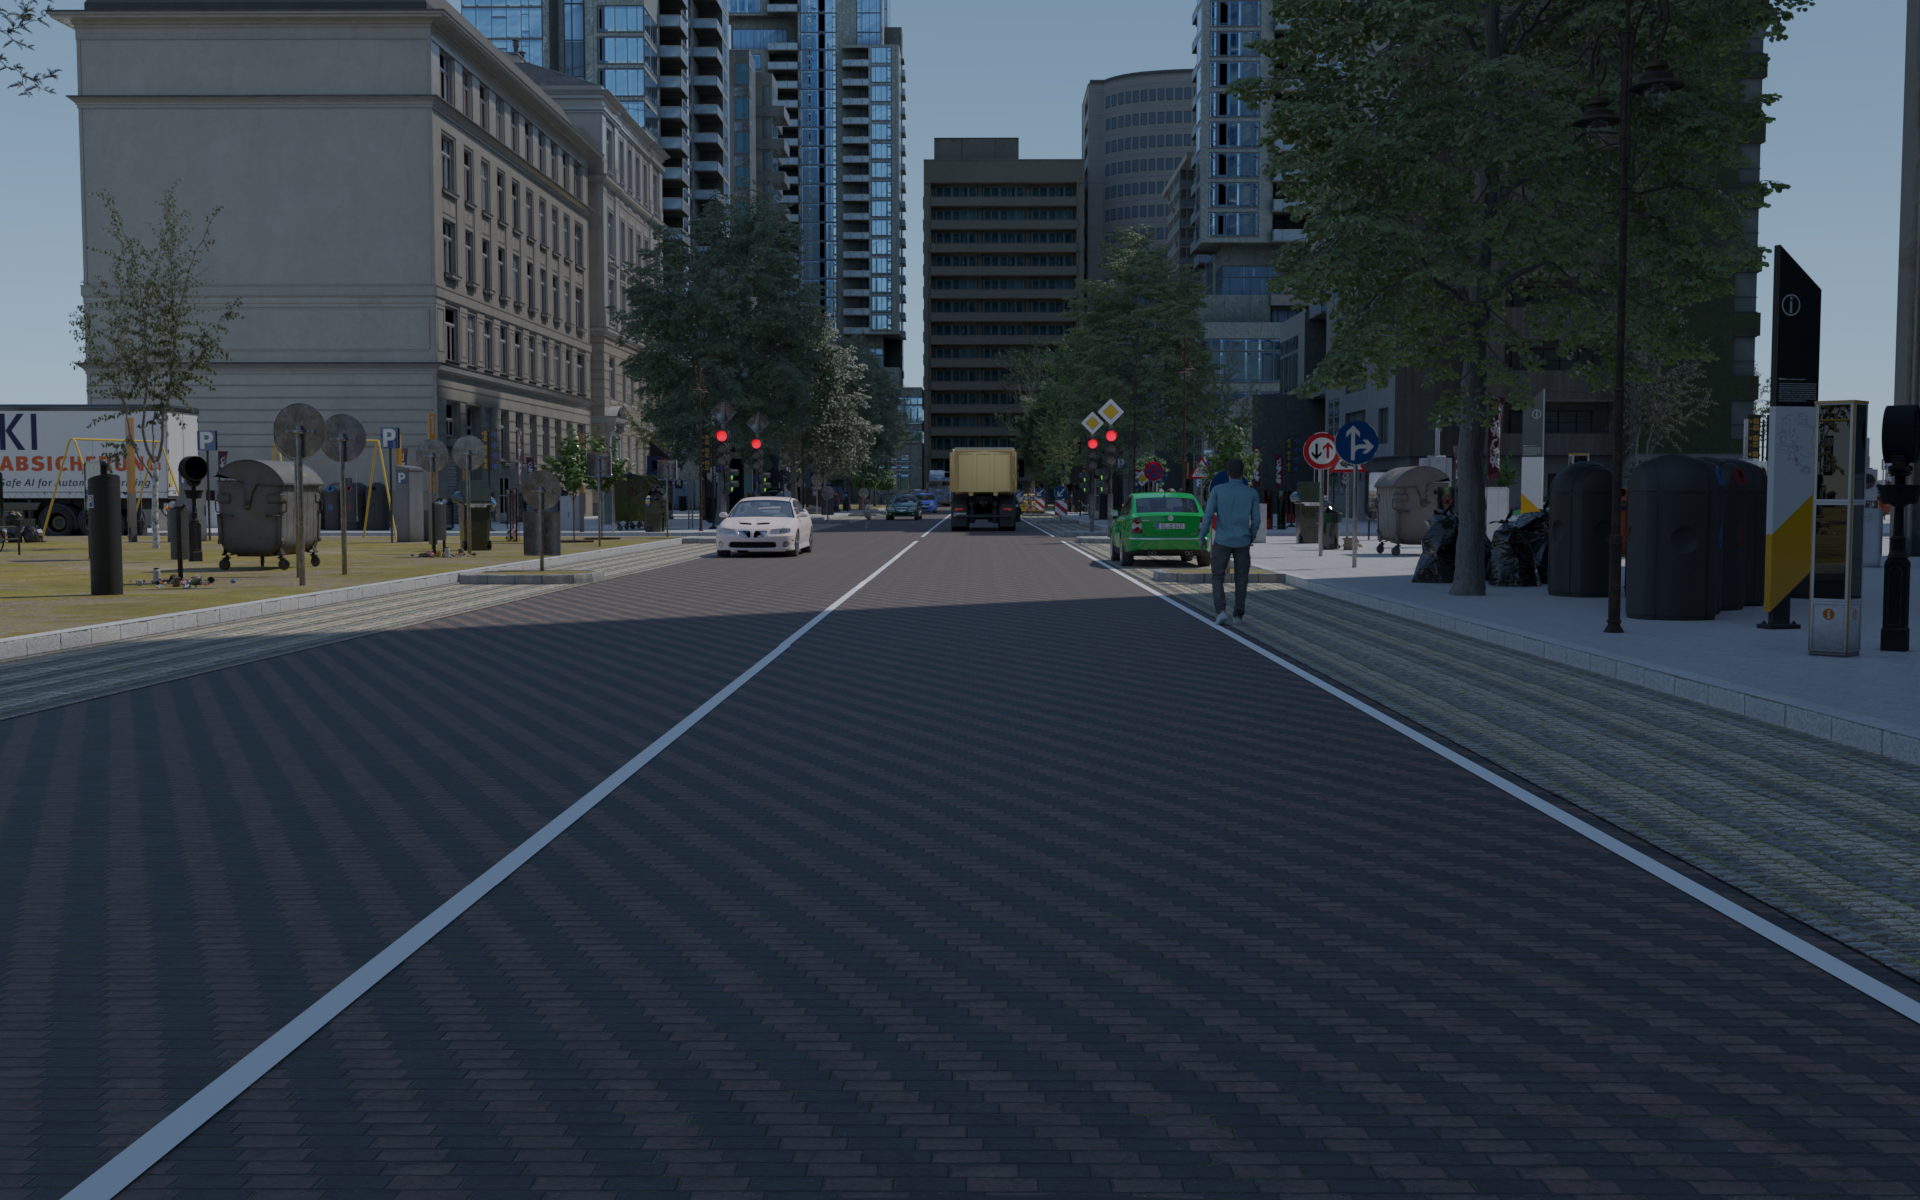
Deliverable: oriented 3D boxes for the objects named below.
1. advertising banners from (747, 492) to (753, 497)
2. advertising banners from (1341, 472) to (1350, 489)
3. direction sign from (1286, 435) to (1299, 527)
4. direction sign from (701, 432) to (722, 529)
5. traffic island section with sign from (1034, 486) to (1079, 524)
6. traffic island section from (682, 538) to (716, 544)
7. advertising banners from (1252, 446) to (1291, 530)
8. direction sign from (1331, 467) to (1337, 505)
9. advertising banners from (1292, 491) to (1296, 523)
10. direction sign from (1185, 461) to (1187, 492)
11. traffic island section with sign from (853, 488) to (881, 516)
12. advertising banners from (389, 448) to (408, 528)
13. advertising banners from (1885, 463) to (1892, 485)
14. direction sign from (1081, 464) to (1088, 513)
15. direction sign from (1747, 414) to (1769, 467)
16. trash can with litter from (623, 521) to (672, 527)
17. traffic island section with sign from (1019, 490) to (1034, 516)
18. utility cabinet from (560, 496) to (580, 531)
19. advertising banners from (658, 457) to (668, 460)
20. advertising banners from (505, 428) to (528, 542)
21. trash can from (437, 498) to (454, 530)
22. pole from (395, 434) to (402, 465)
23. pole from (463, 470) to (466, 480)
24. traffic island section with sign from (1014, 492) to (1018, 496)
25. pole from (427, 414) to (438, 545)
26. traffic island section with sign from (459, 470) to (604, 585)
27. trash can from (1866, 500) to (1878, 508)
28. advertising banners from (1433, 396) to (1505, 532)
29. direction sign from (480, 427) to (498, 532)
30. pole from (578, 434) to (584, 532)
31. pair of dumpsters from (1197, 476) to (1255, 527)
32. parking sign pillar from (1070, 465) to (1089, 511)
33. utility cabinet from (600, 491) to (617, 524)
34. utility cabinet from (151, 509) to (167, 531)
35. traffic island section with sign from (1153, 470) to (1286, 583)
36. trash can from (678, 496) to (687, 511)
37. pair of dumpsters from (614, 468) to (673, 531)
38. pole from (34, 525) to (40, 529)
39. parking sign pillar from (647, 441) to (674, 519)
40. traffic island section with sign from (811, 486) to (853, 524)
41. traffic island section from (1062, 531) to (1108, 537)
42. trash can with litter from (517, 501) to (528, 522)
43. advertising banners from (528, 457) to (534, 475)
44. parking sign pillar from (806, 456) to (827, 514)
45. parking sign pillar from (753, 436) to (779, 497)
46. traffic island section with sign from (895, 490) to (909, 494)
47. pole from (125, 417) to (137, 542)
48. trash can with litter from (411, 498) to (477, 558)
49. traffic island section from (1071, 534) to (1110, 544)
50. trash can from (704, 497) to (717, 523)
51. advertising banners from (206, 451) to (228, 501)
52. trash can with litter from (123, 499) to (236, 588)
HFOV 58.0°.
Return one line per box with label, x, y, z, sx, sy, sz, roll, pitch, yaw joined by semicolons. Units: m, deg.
advertising banners;-15.274;-8.328;132.350;2.074;3.025;0.090;0;4;4
advertising banners;19.531;-5.406;84.570;2.074;3.025;0.090;1;4;21
direction sign;12.870;-4.596;67.149;0.379;3.537;0.876;-1;4;-21
direction sign;-9.032;-4.363;63.328;0.876;3.537;0.379;-1;4;-15
traffic island section with sign;4.766;-4.625;84.249;1.989;1.847;2.006;0;4;1
traffic island section;-6.996;-1.768;51.181;2.009;0.180;2.903;0;4;1
advertising banners;11.241;-4.084;62.954;0.090;3.025;2.074;-2;4;-28
direction sign;16.101;-5.050;74.568;0.379;3.537;0.876;0;4;-4
advertising banners;14.624;-4.903;76.358;2.074;3.025;0.090;-2;4;-29
direction sign;14.177;-7.145;108.815;0.379;3.537;0.876;1;4;14
traffic island section with sign;-6.110;-6.253;110.860;1.989;1.847;2.006;0;4;1
advertising banners;-21.981;-4.281;66.176;2.074;3.025;0.090;1;4;15
advertising banners;36.023;-4.258;65.809;2.074;3.025;0.090;0;4;-3
direction sign;8.780;-7.816;119.781;0.876;3.537;0.379;2;4;32
direction sign;22.844;-3.507;49.330;0.876;3.537;0.379;0;4;4
trash can with litter;-12.316;-3.475;67.878;2.233;1.210;1.678;-2;4;-26
traffic island section with sign;5.010;-6.300;111.637;1.989;1.847;2.006;0;4;1
utility cabinet;-13.826;-3.070;61.355;0.306;1.237;1.020;-3;4;-38
advertising banners;-14.856;-5.283;82.565;2.074;3.025;0.090;1;4;15
advertising banners;-11.989;-3.081;46.569;0.090;3.025;2.074;-2;4;-26
trash can;-18.282;-3.047;61.479;0.748;1.137;0.748;0;3;0
pole;-19.154;-3.994;59.146;0.158;3.312;0.155;0;3;0
pole;-19.424;-4.538;68.037;0.158;3.312;0.155;0;3;0
traffic island section with sign;5.738;-10.969;187.971;1.989;1.847;2.006;0;4;1
pole;-13.404;-3.066;43.973;0.158;3.312;0.155;0;3;0
traffic island section with sign;-6.887;-1.196;28.177;1.989;1.847;2.006;0;4;1
trash can;48.567;-4.928;92.221;0.748;1.137;0.748;0;3;0
advertising banners;8.995;-2.099;30.514;2.074;3.025;0.090;-3;5;-40
direction sign;-16.121;-4.118;59.328;0.379;3.537;0.876;1;4;22
pole;-12.764;-3.948;58.390;0.158;3.312;0.155;0;3;0
pair of dumpsters;9.699;-3.710;63.153;1.574;2.255;4.437;0;4;1
parking sign pillar;8.978;-8.694;130.621;1.447;3.967;1.447;2;4;24
utility cabinet;-14.943;-3.963;73.471;0.318;1.500;1.173;1;4;15
utility cabinet;-27.212;-3.121;59.711;1.173;1.500;0.318;-3;4;-38
traffic island section with sign;4.236;-1.224;28.642;1.989;1.847;2.006;0;4;1
trash can;-20.601;-7.155;128.645;0.748;1.137;0.748;0;3;0
pair of dumpsters;-11.467;-3.667;62.453;1.574;2.255;4.437;0;4;0
pole;-33.760;-4.244;63.239;0.158;3.312;0.155;0;3;0
parking sign pillar;-15.242;-6.072;87.745;1.447;3.967;1.447;2;4;29
traffic island section with sign;-6.356;-4.596;83.765;1.989;1.847;2.006;0;4;1
traffic island section;4.520;-2.249;59.054;2.009;0.180;2.903;0;4;1
trash can with litter;-19.841;-4.158;79.365;0.624;1.170;1.055;2;4;27
advertising banners;-19.864;-5.280;82.508;0.090;3.025;2.074;3;4;37
parking sign pillar;-9.196;-7.471;110.621;1.447;3.967;1.447;1;4;22
parking sign pillar;-8.993;-5.482;78.096;1.447;3.967;1.447;0;4;7
traffic island section with sign;-5.629;-9.355;161.576;1.989;1.847;2.006;0;4;1
pole;-22.094;-3.200;46.163;0.158;3.312;0.155;0;3;0
trash can with litter;-10.488;-1.509;35.727;1.678;1.210;2.233;0;4;6
traffic island section;4.445;-1.761;51.069;2.009;0.180;2.903;0;4;1
trash can;-11.023;-4.014;77.287;0.748;1.137;0.748;0;3;0
advertising banners;-30.193;-4.493;69.640;0.090;3.025;2.074;1;4;23
trash can with litter;-11.159;-0.822;24.493;1.678;1.210;2.233;-1;4;-23
